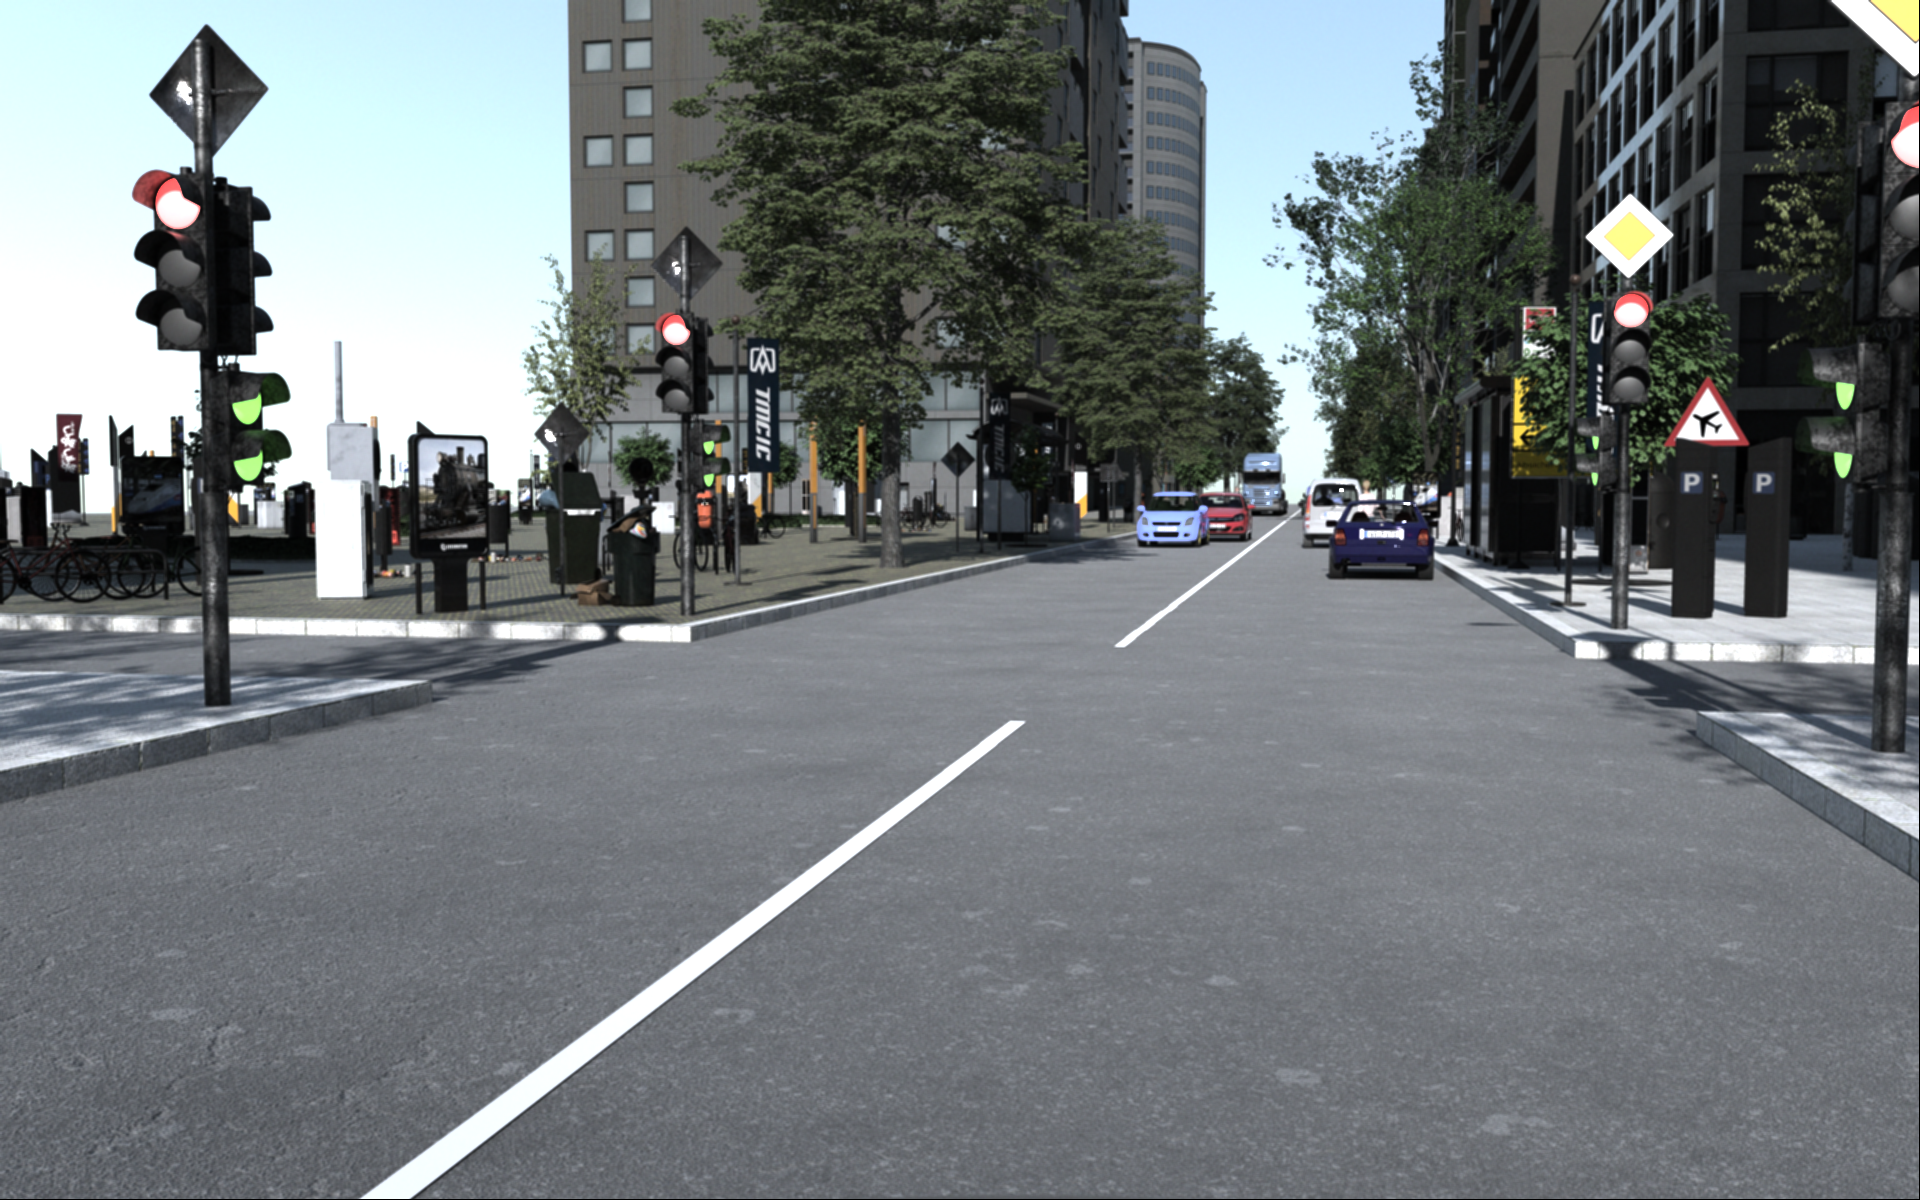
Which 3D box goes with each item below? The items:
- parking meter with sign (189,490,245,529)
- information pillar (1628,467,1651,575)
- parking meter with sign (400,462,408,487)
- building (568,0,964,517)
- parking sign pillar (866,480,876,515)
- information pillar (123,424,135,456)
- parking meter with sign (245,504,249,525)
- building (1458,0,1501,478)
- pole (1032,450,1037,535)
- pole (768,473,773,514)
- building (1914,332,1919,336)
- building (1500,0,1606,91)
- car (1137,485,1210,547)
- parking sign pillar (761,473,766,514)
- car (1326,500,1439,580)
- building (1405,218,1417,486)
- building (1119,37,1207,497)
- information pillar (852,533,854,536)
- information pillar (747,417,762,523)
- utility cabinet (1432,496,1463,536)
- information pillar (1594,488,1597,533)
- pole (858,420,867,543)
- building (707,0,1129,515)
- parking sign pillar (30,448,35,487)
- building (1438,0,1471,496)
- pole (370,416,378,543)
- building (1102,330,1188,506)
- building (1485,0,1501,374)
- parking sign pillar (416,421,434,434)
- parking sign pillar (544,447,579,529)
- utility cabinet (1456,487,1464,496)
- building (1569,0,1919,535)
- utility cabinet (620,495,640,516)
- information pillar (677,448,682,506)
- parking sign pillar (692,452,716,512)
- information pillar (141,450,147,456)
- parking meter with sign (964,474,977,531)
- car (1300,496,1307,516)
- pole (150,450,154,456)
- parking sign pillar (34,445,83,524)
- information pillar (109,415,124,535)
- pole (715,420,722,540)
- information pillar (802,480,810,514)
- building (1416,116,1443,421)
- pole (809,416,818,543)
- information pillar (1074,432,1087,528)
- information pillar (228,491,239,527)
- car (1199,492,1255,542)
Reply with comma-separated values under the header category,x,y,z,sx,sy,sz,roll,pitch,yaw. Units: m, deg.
category,x,y,z,sx,sy,sz,roll,pitch,yaw
parking meter with sign,-27.170,-4.091,63.150,1.738,3.016,0.543,-1,4,-11
information pillar,10.853,-1.420,27.717,0.304,2.012,0.304,1,4,12
parking meter with sign,-30.316,-6.043,95.060,0.543,3.016,1.738,-1,4,-10
building,-6.904,-31.853,110.043,28.713,52.752,27.495,1,4,12
parking sign pillar,-4.051,-5.421,77.107,1.447,3.967,1.447,0,4,-7
information pillar,-27.771,-4.064,57.796,0.504,3.616,0.183,-1,4,-18
parking meter with sign,-30.089,-4.576,71.083,0.543,3.016,1.738,2,4,31
building,49.991,-30.322,145.868,14.600,45.320,14.200,1,4,12
pole,2.340,-3.690,54.172,0.158,3.312,0.155,0,3,0
pole,-8.752,-5.266,79.937,0.158,3.312,0.155,0,3,0
building,40.789,-15.238,25.555,44.131,29.872,17.030,1,4,12
building,42.560,-28.994,97.758,21.300,48.544,21.600,1,4,12
car,5.901,-2.334,47.746,1.945,1.707,3.694,1,4,13
parking sign pillar,-9.461,-5.712,81.865,1.447,3.967,1.447,0,4,1
car,7.383,-1.085,30.325,1.945,1.354,3.894,1,4,14
building,67.851,-33.733,235.136,14.154,41.232,14.086,1,4,12
building,20.524,-41.868,226.545,21.231,58.520,28.212,1,4,12
information pillar,-3.222,-3.778,53.127,0.183,3.616,0.504,0,4,-3
information pillar,-6.266,-3.755,52.744,0.183,3.616,0.504,3,5,44
utility cabinet,15.000,-2.567,53.133,1.020,1.237,0.306,0,4,-1
information pillar,21.075,-3.207,56.919,0.304,2.012,0.304,-1,4,-11
pole,-2.558,-3.151,45.363,0.158,3.312,0.155,0,3,0
building,-1.316,-33.497,136.914,28.713,52.752,27.495,1,4,12
parking sign pillar,-54.389,-6.987,102.706,1.447,3.967,1.447,1,4,17
building,63.298,-46.312,195.458,20.563,71.187,20.611,1,4,12
pole,-15.300,-3.148,45.312,0.158,3.312,0.155,0,3,0
building,11.557,-21.736,200.426,27.650,21.520,28.899,1,4,12
building,49.742,-30.775,122.787,23.786,49.044,30.456,1,4,12
parking sign pillar,-19.427,-4.591,63.541,1.447,3.967,1.447,1,4,22
parking sign pillar,-14.567,-4.598,63.644,1.447,3.967,1.447,3,5,39
utility cabinet,16.691,-2.935,56.662,1.173,1.500,0.318,-2,4,-31
building,36.909,-16.198,69.357,19.350,26.468,34.151,1,4,12
utility cabinet,-17.020,-4.782,89.340,1.020,1.237,0.306,-1,4,-12
information pillar,-14.051,-5.887,87.612,0.504,3.616,0.183,1,4,9
parking sign pillar,-11.967,-5.712,81.858,1.447,3.967,1.447,-2,4,-32
information pillar,-43.344,-6.158,92.038,0.504,3.616,0.183,2,4,29
parking meter with sign,0.914,-3.953,60.891,1.738,3.016,0.543,-3,5,-42
car,23.889,-6.383,116.158,2.131,1.459,4.920,1,4,13
pole,-37.449,-5.292,80.363,0.158,3.312,0.155,0,3,0
parking sign pillar,-38.844,-5.290,74.971,1.447,3.967,1.447,2,4,35
information pillar,-25.160,-3.681,51.541,0.183,3.616,0.504,-1,4,-8
pole,-6.674,-3.305,47.879,0.158,3.312,0.155,0,3,0
information pillar,-7.864,-5.137,88.474,0.304,2.012,0.304,2,4,34
building,68.608,-36.261,216.563,21.300,48.544,21.600,1,4,12
pole,-3.812,-3.131,45.038,0.158,3.312,0.155,0,3,0
information pillar,4.493,-4.483,64.649,0.504,3.616,0.183,0,4,1
information pillar,-28.065,-4.619,66.879,0.504,3.616,0.183,1,4,22
car,8.065,-2.723,53.561,2.155,1.783,4.494,1,4,12
